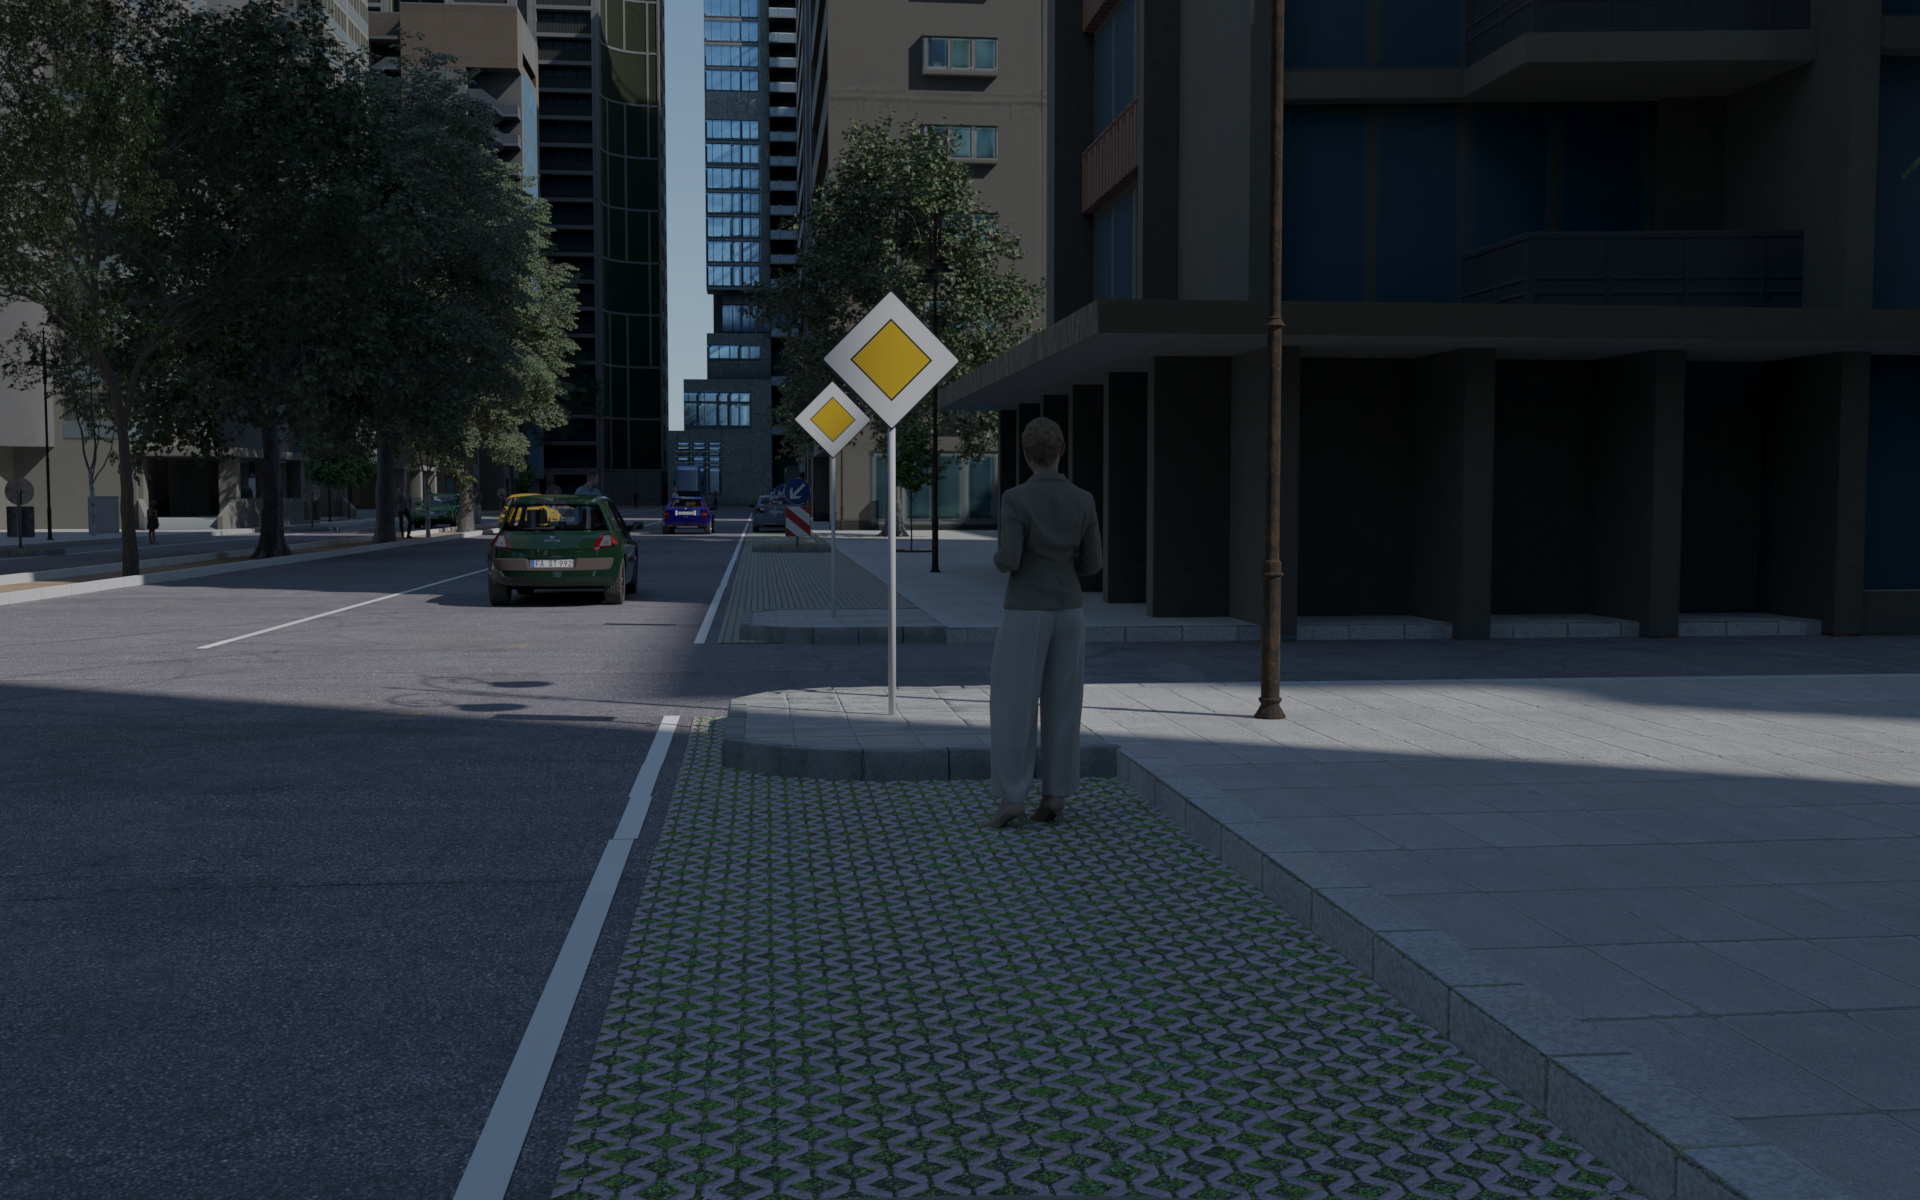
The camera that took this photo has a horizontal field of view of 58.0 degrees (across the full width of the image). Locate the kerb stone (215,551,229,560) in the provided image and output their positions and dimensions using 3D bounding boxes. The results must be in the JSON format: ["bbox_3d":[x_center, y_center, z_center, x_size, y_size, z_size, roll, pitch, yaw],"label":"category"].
[{"bbox_3d":[-16.278,-0.960,37.928,0.120,0.150,1.000,0,4,-7],"label":"kerb stone"}]

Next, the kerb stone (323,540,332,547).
[{"bbox_3d":[-17.340,-1.524,47.109,0.120,0.150,1.000,0,4,-7],"label":"kerb stone"}]

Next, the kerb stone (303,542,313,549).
[{"bbox_3d":[-17.096,-1.397,45.075,0.120,0.150,1.000,0,4,-7],"label":"kerb stone"}]

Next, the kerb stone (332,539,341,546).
[{"bbox_3d":[-17.443,-1.581,48.127,0.120,0.150,1.000,0,4,-7],"label":"kerb stone"}]

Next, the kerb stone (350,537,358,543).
[{"bbox_3d":[-17.679,-1.706,50.168,0.120,0.150,1.000,0,4,-7],"label":"kerb stone"}]

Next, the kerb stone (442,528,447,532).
[{"bbox_3d":[-19.342,-2.581,64.447,0.120,0.150,1.000,0,4,-7],"label":"kerb stone"}]

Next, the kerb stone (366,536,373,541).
[{"bbox_3d":[-17.923,-1.835,52.201,0.120,0.150,1.000,0,4,-7],"label":"kerb stone"}]

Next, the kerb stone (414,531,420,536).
[{"bbox_3d":[-18.746,-2.272,59.347,0.120,0.150,1.000,0,4,-7],"label":"kerb stone"}]

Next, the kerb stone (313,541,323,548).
[{"bbox_3d":[-17.209,-1.461,46.095,0.120,0.150,1.000,0,4,-7],"label":"kerb stone"}]

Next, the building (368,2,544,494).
[{"bbox_3d":[-46.084,-31.002,156.987,14.200,45.320,14.600,0,4,-7],"label":"building"}]

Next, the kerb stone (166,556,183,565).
[{"bbox_3d":[-15.918,-0.775,34.870,0.120,0.150,1.000,0,4,-7],"label":"kerb stone"}]

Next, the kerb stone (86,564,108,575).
[{"bbox_3d":[-15.457,-0.526,30.800,0.120,0.150,1.000,0,4,-7],"label":"kerb stone"}]

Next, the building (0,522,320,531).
[{"bbox_3d":[-43.390,-22.900,66.293,32.217,40.220,23.993,0,4,-7],"label":"building"}]

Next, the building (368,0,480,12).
[{"bbox_3d":[-62.249,-45.374,180.117,20.611,71.187,20.563,0,4,-7],"label":"building"}]

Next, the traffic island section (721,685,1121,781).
[{"bbox_3d":[-0.350,0.749,10.043,2.009,0.180,2.903,0,4,-7],"label":"traffic island section"}]

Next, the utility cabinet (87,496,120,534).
[{"bbox_3d":[-27.994,-2.780,56.608,0.306,1.237,1.020,1,4,20],"label":"utility cabinet"}]

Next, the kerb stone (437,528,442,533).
[{"bbox_3d":[-19.218,-2.517,63.433,0.120,0.150,1.000,0,4,-7],"label":"kerb stone"}]

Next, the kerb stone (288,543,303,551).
[{"bbox_3d":[-16.976,-1.336,44.046,0.120,0.150,1.000,0,4,-7],"label":"kerb stone"}]

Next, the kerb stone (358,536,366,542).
[{"bbox_3d":[-17.802,-1.768,51.183,0.120,0.150,1.000,0,4,-7],"label":"kerb stone"}]

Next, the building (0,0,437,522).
[{"bbox_3d":[-47.874,-24.951,99.827,32.217,40.220,23.993,0,4,-7],"label":"building"}]

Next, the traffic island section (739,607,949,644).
[{"bbox_3d":[-1.268,0.263,17.975,2.009,0.180,2.903,0,4,-7],"label":"traffic island section"}]

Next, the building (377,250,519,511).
[{"bbox_3d":[-48.564,-17.239,126.890,27.650,21.520,28.899,0,4,-7],"label":"building"}]

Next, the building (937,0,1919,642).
[{"bbox_3d":[14.330,-22.735,26.342,28.867,44.769,22.147,0,4,-7],"label":"building"}]

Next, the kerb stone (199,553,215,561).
[{"bbox_3d":[-16.153,-0.894,36.912,0.120,0.150,1.000,0,4,-7],"label":"kerb stone"}]

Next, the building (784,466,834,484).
[{"bbox_3d":[-5.641,-43.928,156.479,20.563,71.187,20.611,0,4,-7],"label":"building"}]

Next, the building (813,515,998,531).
[{"bbox_3d":[4.837,-27.354,70.939,21.300,48.544,21.600,0,4,-7],"label":"building"}]

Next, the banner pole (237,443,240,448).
[{"bbox_3d":[-35.593,-5.846,85.594,0.401,3.779,0.863,-2,4,-26],"label":"banner pole"}]

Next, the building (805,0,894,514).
[{"bbox_3d":[0.636,-34.769,110.474,21.231,58.520,28.212,0,4,-7],"label":"building"}]

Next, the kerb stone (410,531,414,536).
[{"bbox_3d":[-18.624,-2.208,58.329,0.120,0.150,1.000,0,4,-7],"label":"kerb stone"}]

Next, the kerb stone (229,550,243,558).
[{"bbox_3d":[-16.388,-1.025,38.953,0.120,0.150,1.000,0,4,-7],"label":"kerb stone"}]

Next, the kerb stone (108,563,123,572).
[{"bbox_3d":[-15.576,-0.589,31.819,0.120,0.150,1.000,0,4,-7],"label":"kerb stone"}]

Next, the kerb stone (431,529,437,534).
[{"bbox_3d":[-19.101,-2.453,62.413,0.120,0.150,1.000,0,4,-7],"label":"kerb stone"}]

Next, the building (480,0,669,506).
[{"bbox_3d":[-41.633,-45.444,181.254,20.611,71.187,20.563,0,4,-7],"label":"building"}]

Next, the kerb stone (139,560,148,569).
[{"bbox_3d":[-15.688,-0.651,32.836,0.120,0.150,1.000,0,4,-7],"label":"kerb stone"}]

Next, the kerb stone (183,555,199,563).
[{"bbox_3d":[-16.042,-0.835,35.890,0.120,0.150,1.000,0,4,-7],"label":"kerb stone"}]

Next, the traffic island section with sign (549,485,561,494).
[{"bbox_3d":[-21.348,-5.066,90.958,2.006,1.907,1.989,0,4,-7],"label":"traffic island section with sign"}]

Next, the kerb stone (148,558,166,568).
[{"bbox_3d":[-15.804,-0.713,33.855,0.120,0.150,1.000,0,4,-7],"label":"kerb stone"}]

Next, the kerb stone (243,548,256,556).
[{"bbox_3d":[-16.513,-1.087,39.974,0.120,0.150,1.000,0,4,-7],"label":"kerb stone"}]

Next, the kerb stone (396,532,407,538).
[{"bbox_3d":[-18.509,-2.147,57.306,0.120,0.150,1.000,0,4,-7],"label":"kerb stone"}]

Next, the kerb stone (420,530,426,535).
[{"bbox_3d":[-18.871,-2.335,60.371,0.120,0.150,1.000,0,4,-7],"label":"kerb stone"}]

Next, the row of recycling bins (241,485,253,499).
[{"bbox_3d":[-35.731,-4.656,83.238,3.534,1.692,1.069,0,4,2],"label":"row of recycling bins"}]

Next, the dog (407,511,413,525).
[{"bbox_3d":[-25.263,-3.875,80.200,0.800,0.831,0.513,-1,4,-21],"label":"dog"}]

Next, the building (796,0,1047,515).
[{"bbox_3d":[-1.841,-31.320,135.784,21.300,48.544,21.600,0,4,-7],"label":"building"}]

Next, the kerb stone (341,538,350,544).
[{"bbox_3d":[-17.575,-1.646,49.142,0.120,0.150,1.000,0,4,-7],"label":"kerb stone"}]

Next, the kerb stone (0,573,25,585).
[{"bbox_3d":[-15.106,-0.340,27.747,0.120,0.150,1.000,0,4,-7],"label":"kerb stone"}]

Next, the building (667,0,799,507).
[{"bbox_3d":[-15.454,-53.399,185.749,31.000,86.520,22.319,0,4,-7],"label":"building"}]

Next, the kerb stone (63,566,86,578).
[{"bbox_3d":[-15.338,-0.464,29.784,0.120,0.150,1.000,0,4,-7],"label":"kerb stone"}]

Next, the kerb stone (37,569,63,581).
[{"bbox_3d":[-15.216,-0.400,28.769,0.120,0.150,1.000,0,4,-7],"label":"kerb stone"}]
